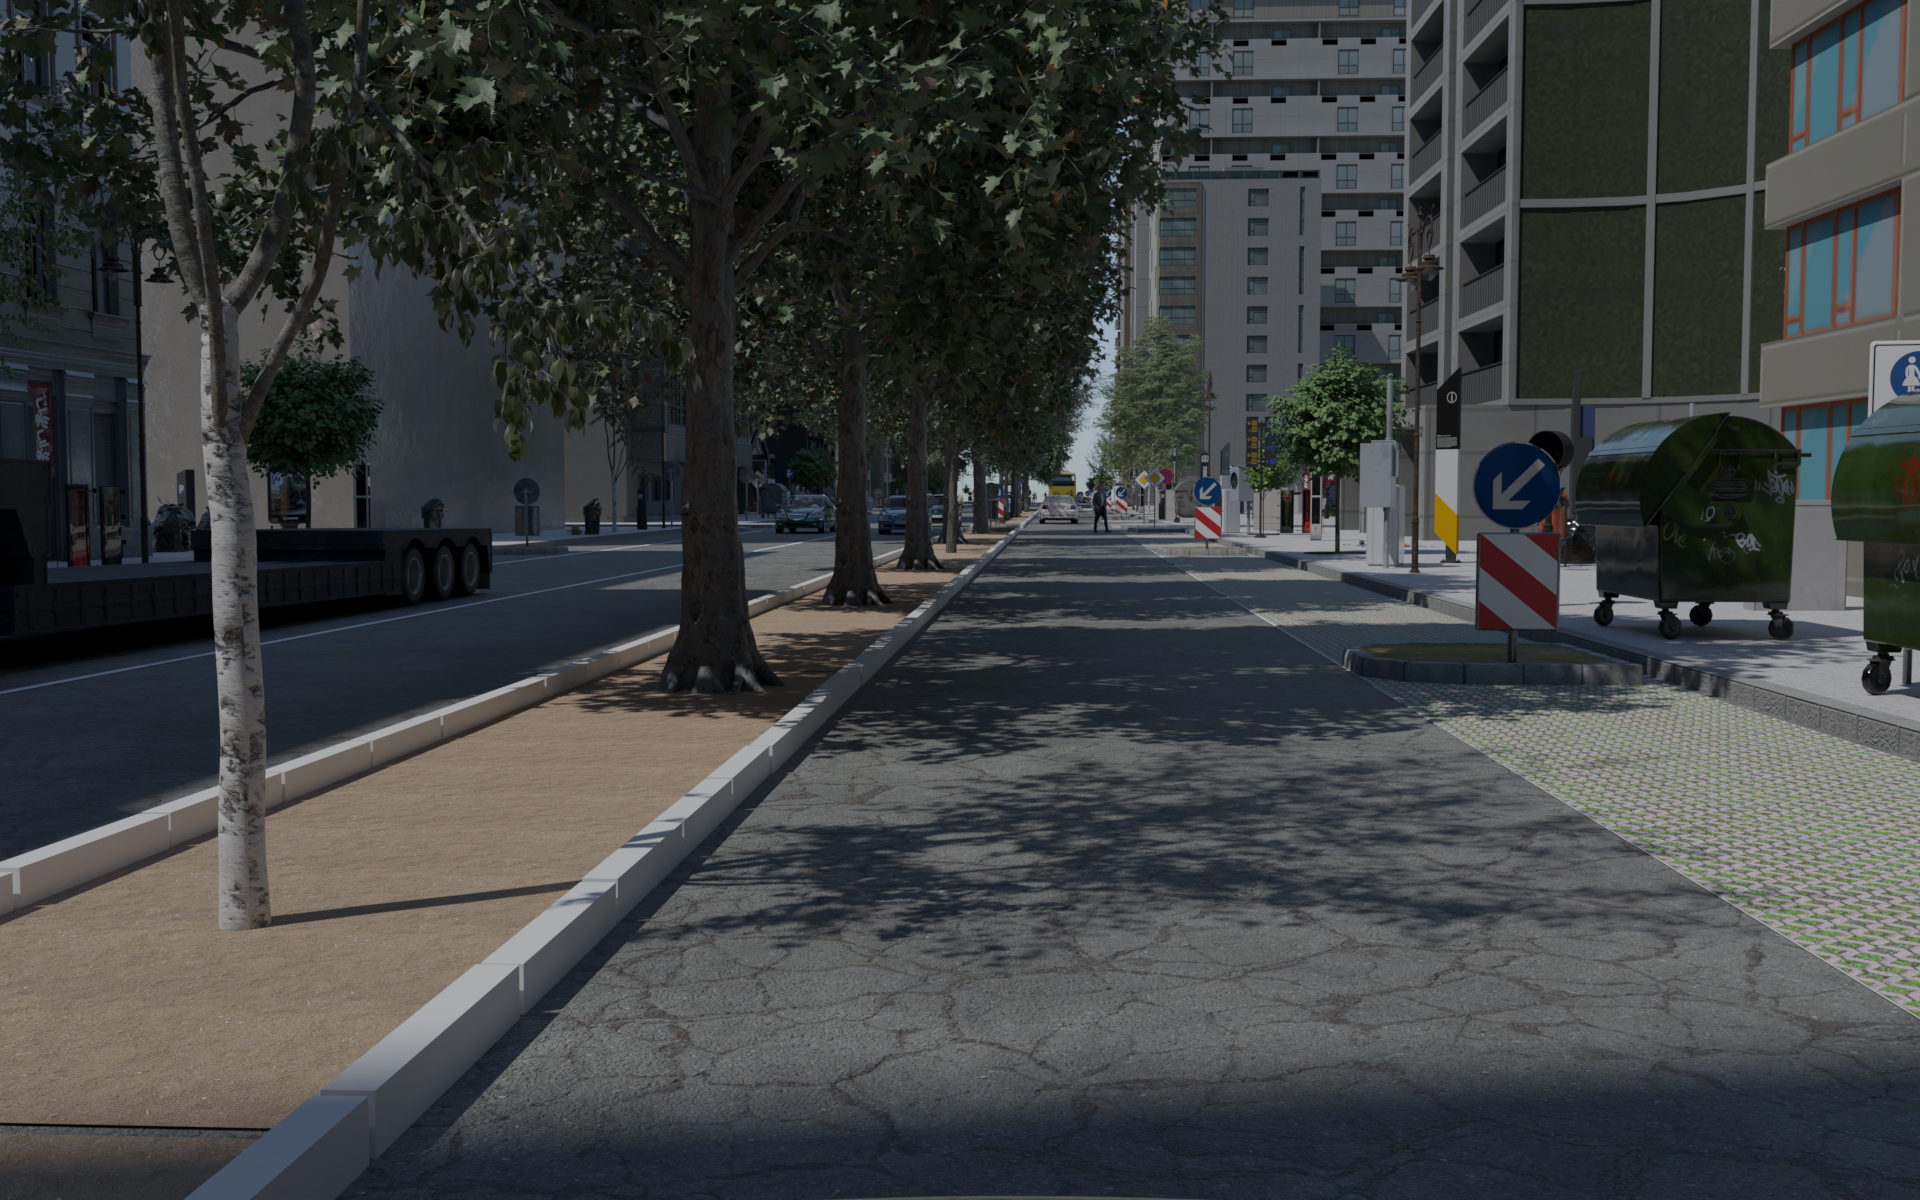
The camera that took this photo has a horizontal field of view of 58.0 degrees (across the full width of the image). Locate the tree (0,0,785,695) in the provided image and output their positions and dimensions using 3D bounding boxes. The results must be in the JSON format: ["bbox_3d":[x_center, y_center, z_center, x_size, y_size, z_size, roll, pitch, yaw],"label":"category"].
[{"bbox_3d":[-1.820,-5.678,12.304,9.611,12.733,9.660,0,3,0],"label":"tree"}]

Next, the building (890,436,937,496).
[{"bbox_3d":[-10.518,-37.556,264.146,14.600,45.320,14.200,0,4,3],"label":"building"}]

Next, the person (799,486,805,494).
[{"bbox_3d":[-7.732,-4.705,85.441,0.388,1.821,0.555,1,4,21],"label":"person"}]

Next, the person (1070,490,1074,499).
[{"bbox_3d":[10.660,-9.591,165.246,0.705,1.831,1.348,1,4,12],"label":"person"}]

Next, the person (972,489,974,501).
[{"bbox_3d":[1.028,-6.743,118.762,0.388,1.821,0.555,0,4,2],"label":"person"}]

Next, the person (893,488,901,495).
[{"bbox_3d":[-5.135,-8.152,141.153,0.474,1.900,0.648,2,4,31],"label":"person"}]

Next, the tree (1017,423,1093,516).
[{"bbox_3d":[3.688,-11.402,114.634,9.928,11.665,9.643,0,3,0],"label":"tree"}]

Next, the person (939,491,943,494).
[{"bbox_3d":[-2.141,-11.143,190.788,1.348,1.812,0.705,1,4,17],"label":"person"}]

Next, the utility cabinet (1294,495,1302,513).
[{"bbox_3d":[22.963,-6.537,118.034,0.306,1.237,1.020,-1,4,-17],"label":"utility cabinet"}]

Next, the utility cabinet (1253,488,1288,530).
[{"bbox_3d":[10.937,-3.201,61.011,1.173,1.500,0.318,1,4,11],"label":"utility cabinet"}]

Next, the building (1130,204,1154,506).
[{"bbox_3d":[30.758,-40.547,204.941,21.231,58.520,28.212,0,4,3],"label":"building"}]

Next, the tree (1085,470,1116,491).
[{"bbox_3d":[20.885,-17.061,262.656,4.285,4.588,4.351,0,3,0],"label":"tree"}]

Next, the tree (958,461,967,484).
[{"bbox_3d":[-0.856,-19.062,262.024,4.737,8.622,4.395,0,3,0],"label":"tree"}]

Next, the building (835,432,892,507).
[{"bbox_3d":[-21.653,-19.565,164.919,27.650,21.520,28.899,0,4,3],"label":"building"}]

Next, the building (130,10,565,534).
[{"bbox_3d":[-32.064,-15.285,54.418,34.151,26.468,19.350,0,4,3],"label":"building"}]

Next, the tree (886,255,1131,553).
[{"bbox_3d":[-0.257,-6.382,41.223,8.767,10.594,7.601,0,4,3],"label":"tree"}]

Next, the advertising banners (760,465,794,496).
[{"bbox_3d":[-11.046,-6.637,104.699,2.074,3.025,0.090,0,4,5],"label":"advertising banners"}]

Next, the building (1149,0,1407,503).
[{"bbox_3d":[33.466,-35.940,176.861,28.713,52.752,27.495,0,4,3],"label":"building"}]

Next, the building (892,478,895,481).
[{"bbox_3d":[-21.732,-36.907,192.675,28.713,52.752,27.495,0,4,3],"label":"building"}]

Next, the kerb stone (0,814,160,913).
[{"bbox_3d":[-3.260,0.963,6.451,0.120,0.150,1.000,0,4,3],"label":"kerb stone"}]

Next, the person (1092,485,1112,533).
[{"bbox_3d":[5.238,-3.370,63.995,0.661,1.777,0.834,-3,4,-38],"label":"person"}]

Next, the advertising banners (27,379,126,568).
[{"bbox_3d":[-13.999,-1.914,27.489,0.090,3.025,2.074,1,4,12],"label":"advertising banners"}]

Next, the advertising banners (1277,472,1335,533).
[{"bbox_3d":[11.374,-3.688,56.487,2.074,3.025,0.090,0,4,-8],"label":"advertising banners"}]

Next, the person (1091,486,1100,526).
[{"bbox_3d":[6.032,-4.166,76.872,0.793,1.790,0.793,-1,4,-18],"label":"person"}]

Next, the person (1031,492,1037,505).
[{"bbox_3d":[10.096,-13.906,236.795,0.756,1.711,0.436,1,4,18],"label":"person"}]

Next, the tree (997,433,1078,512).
[{"bbox_3d":[5.343,-13.140,135.431,7.486,12.596,7.792,0,3,0],"label":"tree"}]

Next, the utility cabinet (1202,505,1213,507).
[{"bbox_3d":[11.713,-4.402,83.133,1.020,1.237,0.306,-3,5,-41],"label":"utility cabinet"}]

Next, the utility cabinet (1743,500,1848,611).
[{"bbox_3d":[9.226,-0.487,19.127,1.020,1.237,0.306,0,4,-1],"label":"utility cabinet"}]

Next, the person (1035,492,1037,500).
[{"bbox_3d":[13.222,-17.720,299.014,0.721,1.735,1.217,0,4,-6],"label":"person"}]

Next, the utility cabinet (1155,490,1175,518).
[{"bbox_3d":[10.827,-5.044,91.141,1.173,1.500,0.318,1,4,11],"label":"utility cabinet"}]

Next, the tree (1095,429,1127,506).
[{"bbox_3d":[16.134,-14.086,180.665,4.360,8.622,3.978,0,3,0],"label":"tree"}]

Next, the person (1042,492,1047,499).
[{"bbox_3d":[13.215,-15.850,267.658,1.348,1.822,0.705,-1,4,-11],"label":"person"}]

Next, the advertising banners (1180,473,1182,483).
[{"bbox_3d":[15.963,-7.802,123.749,0.090,3.025,2.074,2,4,24],"label":"advertising banners"}]

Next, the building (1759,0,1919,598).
[{"bbox_3d":[24.324,-10.021,8.878,27.650,21.520,28.899,0,4,3],"label":"building"}]

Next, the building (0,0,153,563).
[{"bbox_3d":[-21.858,-10.849,26.529,9.793,20.994,18.267,0,4,3],"label":"building"}]

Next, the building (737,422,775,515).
[{"bbox_3d":[-20.440,-14.806,109.534,16.820,18.784,16.811,0,4,3],"label":"building"}]

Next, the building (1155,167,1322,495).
[{"bbox_3d":[24.756,-23.580,157.236,14.160,30.474,14.107,0,4,3],"label":"building"}]

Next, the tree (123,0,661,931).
[{"bbox_3d":[-2.360,-3.205,5.222,4.360,8.622,3.978,0,3,0],"label":"tree"}]

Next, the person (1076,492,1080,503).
[{"bbox_3d":[17.966,-15.574,263.796,0.551,1.740,0.621,-1,4,-14],"label":"person"}]

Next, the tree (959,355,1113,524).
[{"bbox_3d":[2.500,-11.073,93.870,12.009,13.543,11.850,0,3,0],"label":"tree"}]

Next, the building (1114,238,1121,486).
[{"bbox_3d":[37.213,-38.964,291.688,22.147,44.769,28.867,0,4,3],"label":"building"}]

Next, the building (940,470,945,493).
[{"bbox_3d":[-15.460,-27.045,287.230,27.650,21.520,28.899,0,4,3],"label":"building"}]

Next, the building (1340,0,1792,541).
[{"bbox_3d":[23.171,-37.377,49.372,20.563,71.187,20.611,0,4,3],"label":"building"}]

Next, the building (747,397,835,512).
[{"bbox_3d":[-16.609,-18.435,131.088,12.332,23.373,15.834,0,4,3],"label":"building"}]

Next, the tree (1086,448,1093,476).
[{"bbox_3d":[14.589,-12.735,158.575,4.737,8.622,4.395,0,3,0],"label":"tree"}]

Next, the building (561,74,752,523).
[{"bbox_3d":[-19.715,-18.061,88.810,14.314,27.812,24.014,0,4,3],"label":"building"}]

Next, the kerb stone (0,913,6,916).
[{"bbox_3d":[-3.322,1.035,5.420,0.120,0.150,1.000,0,4,3],"label":"kerb stone"}]

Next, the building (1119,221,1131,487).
[{"bbox_3d":[29.551,-36.181,241.671,14.600,45.320,14.200,0,4,3],"label":"building"}]

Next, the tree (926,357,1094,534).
[{"bbox_3d":[0.766,-9.327,61.601,9.857,13.997,8.962,0,3,0],"label":"tree"}]
